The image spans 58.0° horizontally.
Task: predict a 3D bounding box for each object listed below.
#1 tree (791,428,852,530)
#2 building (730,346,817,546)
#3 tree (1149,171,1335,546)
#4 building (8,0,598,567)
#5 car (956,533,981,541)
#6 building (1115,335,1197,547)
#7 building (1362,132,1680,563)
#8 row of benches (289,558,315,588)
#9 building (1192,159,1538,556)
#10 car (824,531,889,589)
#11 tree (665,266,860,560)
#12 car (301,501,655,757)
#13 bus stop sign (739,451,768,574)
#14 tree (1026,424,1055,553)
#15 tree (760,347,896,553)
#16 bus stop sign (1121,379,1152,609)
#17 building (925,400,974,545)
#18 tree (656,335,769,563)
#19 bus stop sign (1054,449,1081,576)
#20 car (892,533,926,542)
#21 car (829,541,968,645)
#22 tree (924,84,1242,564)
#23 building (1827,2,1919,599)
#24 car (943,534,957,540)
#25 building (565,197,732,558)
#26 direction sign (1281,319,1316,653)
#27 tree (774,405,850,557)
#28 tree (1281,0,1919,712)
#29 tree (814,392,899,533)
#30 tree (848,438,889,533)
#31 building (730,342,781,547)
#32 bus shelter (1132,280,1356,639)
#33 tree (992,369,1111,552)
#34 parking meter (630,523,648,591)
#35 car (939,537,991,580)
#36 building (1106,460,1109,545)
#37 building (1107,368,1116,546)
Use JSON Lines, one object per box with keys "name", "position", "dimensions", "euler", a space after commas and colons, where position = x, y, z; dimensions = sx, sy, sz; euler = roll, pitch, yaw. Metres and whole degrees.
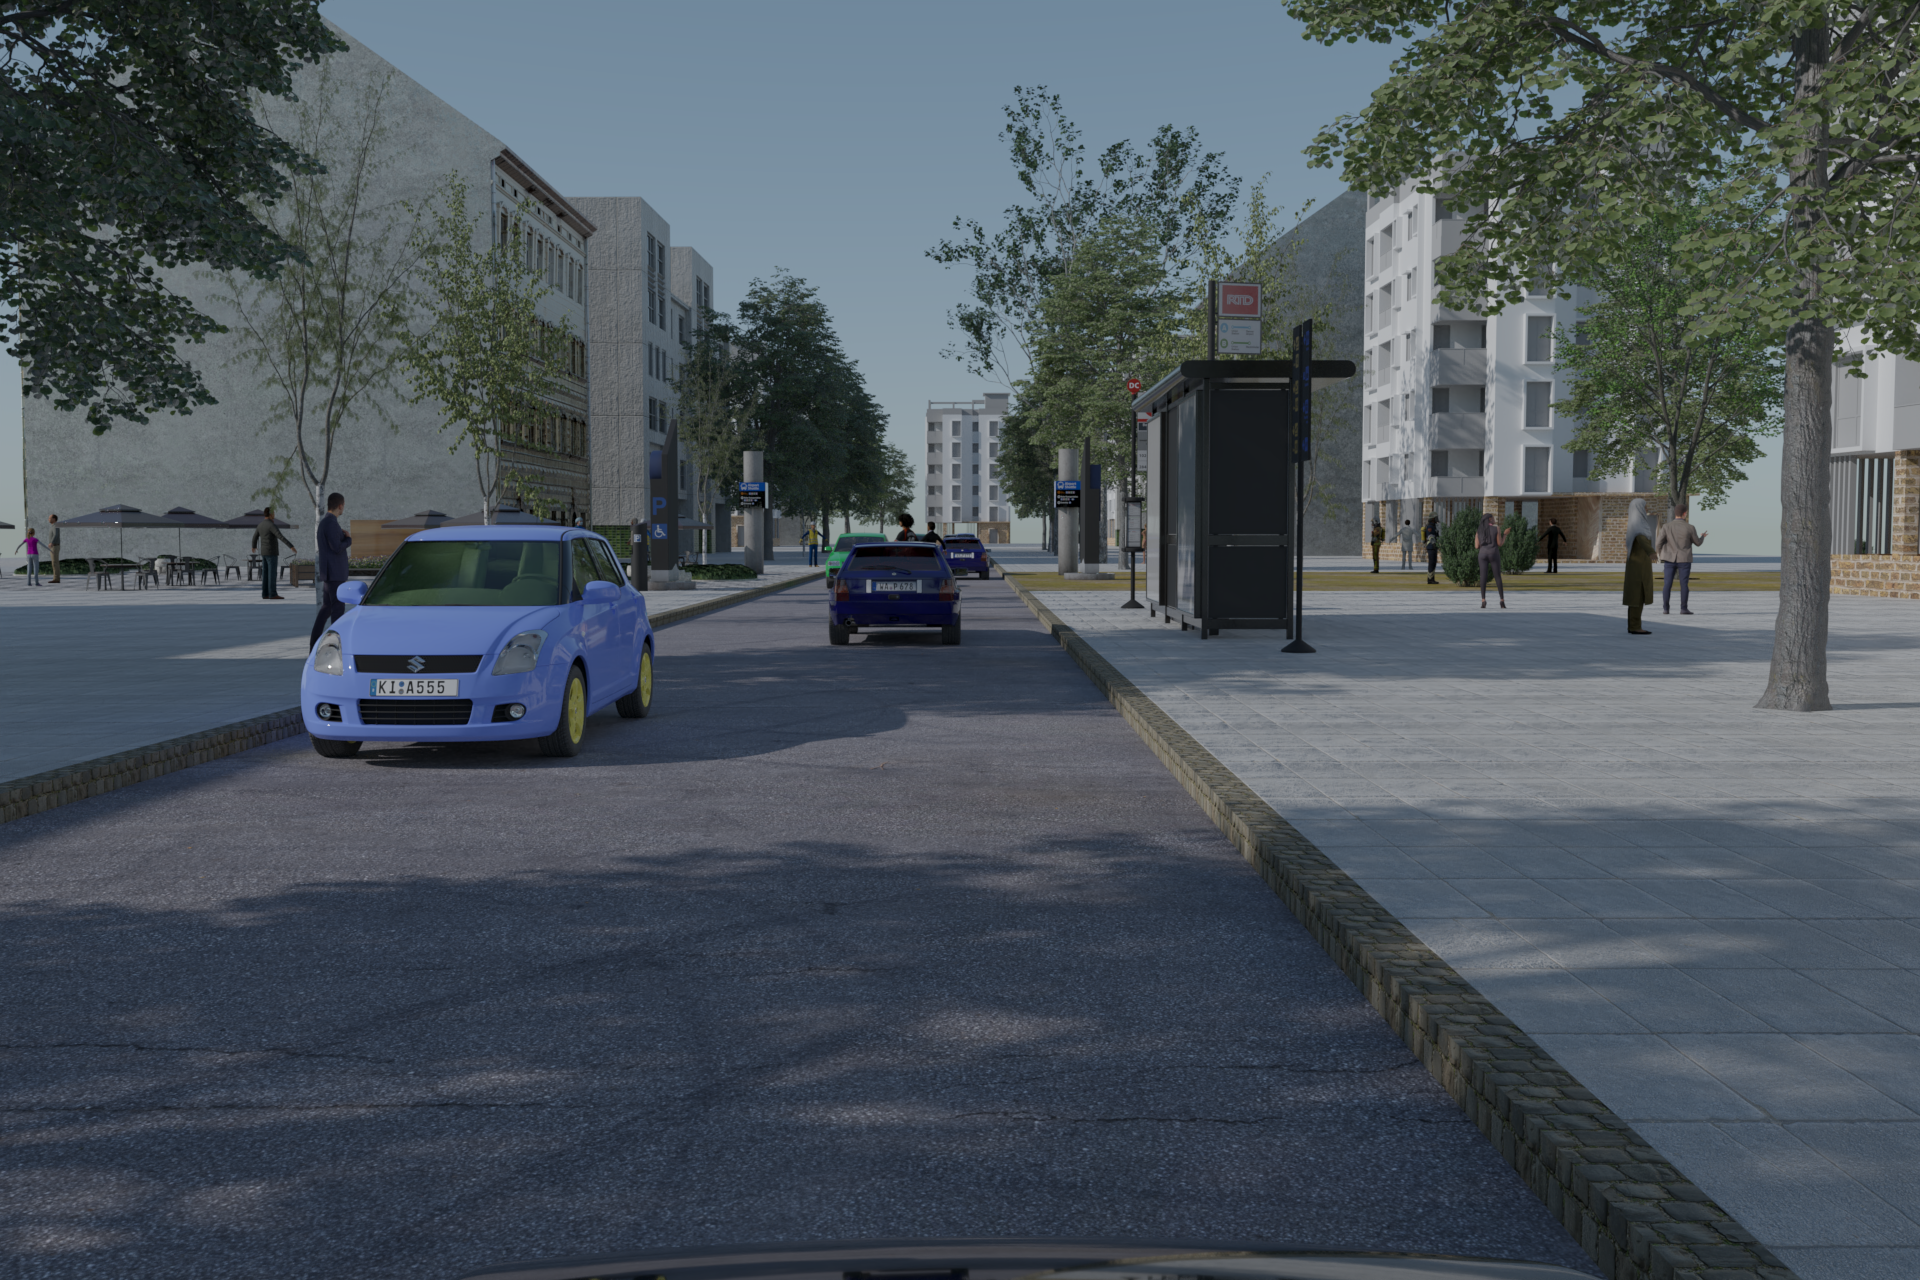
{"name": "tree", "position": [-9.549, -9.699, 108.936], "dimensions": [4.360, 8.622, 3.978], "euler": [0, 3, 0]}
{"name": "building", "position": [-26.761, -22.594, 200.339], "dimensions": [19.493, 23.208, 18.063], "euler": [0, 4, 1]}
{"name": "tree", "position": [5.691, -5.245, 36.121], "dimensions": [4.737, 8.622, 4.395], "euler": [0, 3, 0]}
{"name": "building", "position": [-27.483, -15.014, 76.405], "dimensions": [19.493, 23.208, 18.063], "euler": [0, 4, -1]}
{"name": "car", "position": [0.350, -6.117, 109.597], "dimensions": [1.945, 1.707, 3.694], "euler": [0, 4, -1]}
{"name": "building", "position": [24.380, -18.087, 162.184], "dimensions": [16.747, 18.905, 31.486], "euler": [0, 3, 0]}
{"name": "building", "position": [25.940, -14.167, 88.046], "dimensions": [16.016, 20.090, 11.380], "euler": [0, 4, 0]}
{"name": "row of benches", "position": [-16.311, -1.695, 43.169], "dimensions": [1.422, 0.672, 4.104], "euler": [-1, 4, -23]}
{"name": "building", "position": [25.393, -17.026, 109.305], "dimensions": [19.493, 23.208, 18.063], "euler": [0, 4, 0]}
{"name": "car", "position": [-2.638, -2.324, 46.798], "dimensions": [1.959, 1.807, 4.718], "euler": [0, 4, 0]}
{"name": "tree", "position": [-9.404, -10.856, 84.149], "dimensions": [9.857, 13.997, 8.962], "euler": [0, 3, 0]}
{"name": "car", "position": [-3.284, -0.163, 12.250], "dimensions": [1.945, 1.707, 3.694], "euler": [0, 4, 0]}
{"name": "bus stop sign", "position": [-6.584, -4.053, 55.283], "dimensions": [0.837, 3.901, 0.837], "euler": [0, 4, -1]}
{"name": "tree", "position": [5.835, -10.080, 115.164], "dimensions": [4.360, 8.622, 3.978], "euler": [0, 3, 0]}
{"name": "tree", "position": [-9.198, -12.869, 117.070], "dimensions": [9.857, 13.997, 8.962], "euler": [0, 3, 0]}
{"name": "bus stop sign", "position": [3.205, -2.515, 29.817], "dimensions": [0.855, 3.939, 0.416], "euler": [0, 3, 0]}
{"name": "building", "position": [-4.389, -23.040, 235.585], "dimensions": [11.380, 20.090, 16.016], "euler": [0, 4, -1]}
{"name": "tree", "position": [-9.865, -7.021, 65.158], "dimensions": [4.360, 8.622, 3.978], "euler": [0, 3, 0]}
{"name": "bus stop sign", "position": [3.363, -3.957, 53.714], "dimensions": [0.837, 3.901, 0.837], "euler": [0, 4, 1]}
{"name": "car", "position": [-2.195, -4.328, 79.553], "dimensions": [1.959, 1.807, 4.718], "euler": [0, 4, 0]}
{"name": "car", "position": [-0.854, -0.683, 23.749], "dimensions": [1.945, 1.354, 3.894], "euler": [0, 4, -1]}
{"name": "tree", "position": [4.794, -13.394, 74.885], "dimensions": [12.611, 20.169, 13.585], "euler": [0, 3, 0]}
{"name": "building", "position": [23.650, -10.971, 35.796], "dimensions": [16.016, 20.090, 11.380], "euler": [0, 4, 0]}
{"name": "car", "position": [-0.533, -7.262, 128.521], "dimensions": [2.009, 1.686, 4.222], "euler": [0, 4, 1]}
{"name": "building", "position": [-24.834, -14.708, 106.933], "dimensions": [16.747, 18.905, 31.486], "euler": [0, 4, 1]}
{"name": "direction sign", "position": [3.680, -1.634, 18.715], "dimensions": [0.379, 3.537, 0.876], "euler": [0, 4, 0]}
{"name": "tree", "position": [-9.036, -9.024, 97.901], "dimensions": [4.360, 8.622, 3.978], "euler": [0, 3, 0]}
{"name": "tree", "position": [6.227, -5.789, 12.776], "dimensions": [7.486, 12.596, 7.792], "euler": [0, 3, 0]}
{"name": "tree", "position": [-8.480, -13.135, 132.888], "dimensions": [7.486, 12.596, 7.792], "euler": [0, 3, 0]}
{"name": "tree", "position": [-9.509, -12.856, 144.613], "dimensions": [7.601, 10.594, 8.767], "euler": [0, 4, -6]}
{"name": "building", "position": [-24.036, -19.272, 171.520], "dimensions": [16.016, 20.090, 11.380], "euler": [0, 4, -1]}
{"name": "bus shelter", "position": [3.735, -2.908, 25.172], "dimensions": [2.179, 5.291, 8.768], "euler": [0, 3, 0]}
{"name": "tree", "position": [6.592, -13.350, 124.922], "dimensions": [9.857, 13.997, 8.962], "euler": [0, 3, 0]}
{"name": "parking meter", "position": [-7.216, -1.868, 38.952], "dimensions": [0.372, 1.533, 0.369], "euler": [0, 3, 0]}
{"name": "car", "position": [0.042, -2.618, 55.378], "dimensions": [1.945, 1.354, 3.894], "euler": [0, 4, -1]}
{"name": "building", "position": [22.316, -21.750, 212.036], "dimensions": [16.016, 20.090, 11.380], "euler": [0, 4, 0]}
{"name": "building", "position": [21.741, -20.709, 195.013], "dimensions": [16.016, 20.090, 11.380], "euler": [0, 4, 0]}
